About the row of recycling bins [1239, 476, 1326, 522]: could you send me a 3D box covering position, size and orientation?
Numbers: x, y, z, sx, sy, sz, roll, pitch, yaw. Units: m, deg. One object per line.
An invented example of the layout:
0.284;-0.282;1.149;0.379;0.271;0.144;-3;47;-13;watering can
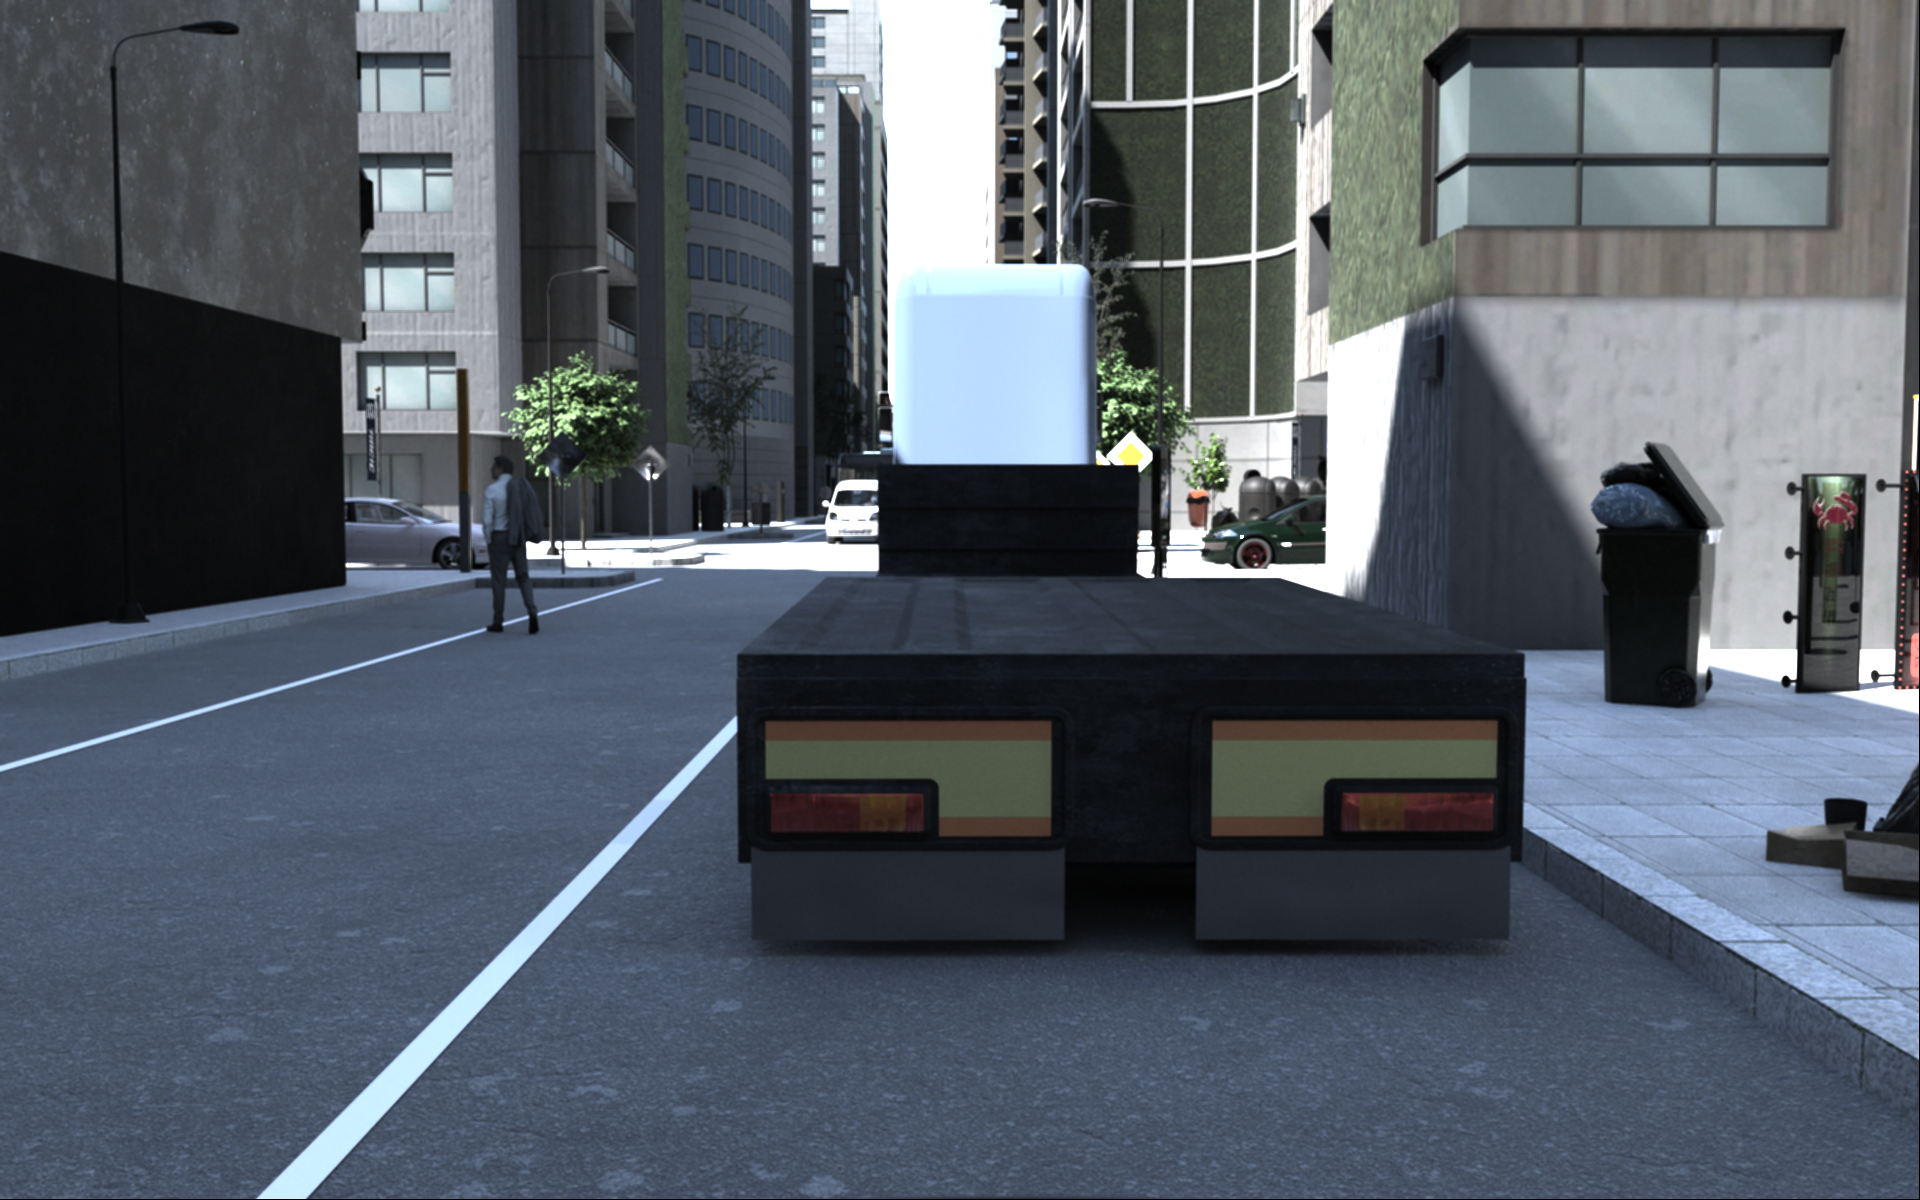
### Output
7.848;-2.081;41.140;1.069;1.692;3.534;3;5;42;row of recycling bins

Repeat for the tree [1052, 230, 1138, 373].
3.111;-6.010;48.627;4.360;8.622;3.978;0;3;0;tree

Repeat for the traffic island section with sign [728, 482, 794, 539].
-6.444;-2.916;56.309;1.989;1.847;2.006;0;3;0;traffic island section with sign

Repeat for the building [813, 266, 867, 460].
-22.447;-18.404;145.947;27.650;21.520;28.899;0;3;0;building

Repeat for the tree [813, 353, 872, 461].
-9.595;-10.538;106.710;8.767;10.594;7.601;0;4;-7;tree

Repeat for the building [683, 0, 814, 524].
-18.946;-33.206;84.923;21.231;58.520;28.212;0;3;0;building

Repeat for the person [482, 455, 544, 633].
-4.612;-0.568;17.882;0.679;1.850;0.850;-3;5;-43;person

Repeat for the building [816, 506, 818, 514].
-18.899;-41.681;119.728;20.563;71.187;20.611;0;3;0;building

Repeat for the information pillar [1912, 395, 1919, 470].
7.284;-0.511;12.852;0.304;2.012;0.304;-2;4;-23;information pillar

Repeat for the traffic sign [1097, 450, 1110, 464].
2.716;-1.962;35.718;0.795;2.450;0.064;0;3;0;traffic sign

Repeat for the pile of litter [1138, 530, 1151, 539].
4.663;-2.160;49.289;1.719;0.858;1.176;1;4;14;pile of litter

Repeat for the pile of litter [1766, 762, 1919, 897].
3.396;0.513;5.576;1.176;0.858;1.719;0;4;-7;pile of litter

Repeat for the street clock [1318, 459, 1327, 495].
7.586;-1.903;35.681;0.358;2.002;0.471;-1;4;-22;street clock

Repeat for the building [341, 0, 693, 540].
-16.034;-22.436;50.416;14.154;41.232;14.086;0;3;0;building

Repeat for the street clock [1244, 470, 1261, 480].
8.709;-2.879;51.648;0.471;2.002;0.358;-1;4;-22;street clock

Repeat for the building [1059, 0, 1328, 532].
12.231;-38.171;62.346;20.563;71.187;20.611;0;3;0;building

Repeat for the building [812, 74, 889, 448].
-19.480;-35.520;204.456;21.300;48.544;21.600;0;3;0;building

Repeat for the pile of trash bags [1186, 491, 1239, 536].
7.155;-2.135;44.663;3.447;1.369;1.912;-3;4;-38;pile of trash bags

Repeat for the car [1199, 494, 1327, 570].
6.567;-1.367;32.143;4.222;1.686;2.009;0;4;1;car

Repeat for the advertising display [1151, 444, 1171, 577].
2.656;-1.080;22.879;0.123;1.923;0.974;1;4;15;advertising display

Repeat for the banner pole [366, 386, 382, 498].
-13.530;-3.060;40.051;0.401;3.779;0.863;0;4;7;banner pole

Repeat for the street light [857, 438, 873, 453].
-7.999;-10.526;144.647;1.470;5.913;1.316;0;3;0;street light

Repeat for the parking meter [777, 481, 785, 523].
-7.975;-4.360;77.004;0.255;1.863;0.399;1;4;13;parking meter

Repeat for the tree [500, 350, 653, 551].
-8.699;-3.412;39.506;4.285;4.588;4.351;0;3;0;tree

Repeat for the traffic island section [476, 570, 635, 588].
-6.388;-0.338;27.799;2.009;0.180;2.903;0;3;0;traffic island section

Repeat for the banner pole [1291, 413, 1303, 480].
10.377;-3.874;53.354;0.401;3.779;0.863;2;4;35;banner pole

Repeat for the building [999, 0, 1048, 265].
14.069;-28.974;128.352;22.147;44.769;28.867;0;3;0;building

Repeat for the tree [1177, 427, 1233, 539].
7.365;-3.381;49.874;1.663;3.219;1.824;0;3;0;tree

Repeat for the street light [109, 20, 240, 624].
-7.764;-2.727;17.136;1.470;5.913;1.316;0;3;0;street light

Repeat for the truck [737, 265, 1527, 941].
0.457;-1.517;14.568;2.967;4.110;18.799;0;4;0;truck

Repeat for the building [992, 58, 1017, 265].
10.315;-32.367;179.318;14.600;45.320;14.200;0;3;0;building

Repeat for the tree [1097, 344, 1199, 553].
3.552;-3.322;38.024;4.285;4.588;4.351;0;3;0;tree

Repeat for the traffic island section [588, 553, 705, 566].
-6.401;-0.826;35.784;2.009;0.180;2.903;0;3;0;traffic island section

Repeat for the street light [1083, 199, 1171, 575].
2.638;-3.358;27.439;1.470;5.913;1.316;0;3;0;street light

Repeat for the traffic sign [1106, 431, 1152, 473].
2.730;-1.473;27.733;0.795;2.450;0.064;0;3;0;traffic sign

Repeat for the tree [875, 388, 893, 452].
-9.314;-16.531;187.290;9.611;12.733;9.660;0;3;0;tree

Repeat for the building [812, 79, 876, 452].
-15.492;-29.554;166.809;14.154;41.232;14.086;0;3;0;building

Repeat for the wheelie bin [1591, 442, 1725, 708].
4.285;-0.169;10.677;0.693;1.594;0.980;2;4;31;wheelie bin

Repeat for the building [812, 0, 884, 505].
-19.325;-49.984;255.484;20.563;71.187;20.611;0;3;0;building

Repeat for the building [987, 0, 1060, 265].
13.783;-40.770;208.594;21.231;58.520;28.212;0;3;0;building

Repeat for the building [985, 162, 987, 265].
14.133;-37.338;234.181;21.300;48.544;21.600;0;3;0;building

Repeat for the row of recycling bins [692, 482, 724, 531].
-9.920;-3.235;60.010;3.534;1.692;1.069;0;4;4;row of recycling bins

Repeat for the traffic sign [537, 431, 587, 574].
-6.364;-1.474;27.738;0.795;2.450;0.064;0;3;0;traffic sign

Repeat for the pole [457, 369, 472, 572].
-8.106;-2.109;28.324;0.158;3.312;0.155;0;3;0;pole

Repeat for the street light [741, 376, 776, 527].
-7.949;-5.861;68.369;1.470;5.913;1.316;0;3;0;street light

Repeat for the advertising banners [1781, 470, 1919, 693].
6.322;-0.923;11.281;2.074;3.025;0.090;-1;4;-13;advertising banners

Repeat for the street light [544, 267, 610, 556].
-7.867;-3.856;35.590;1.470;5.913;1.316;0;3;0;street light

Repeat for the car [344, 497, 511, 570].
-10.765;-1.236;32.575;4.827;1.381;2.083;0;4;-2;car

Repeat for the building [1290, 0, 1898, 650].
11.015;-15.196;20.151;14.160;30.474;14.107;0;3;0;building

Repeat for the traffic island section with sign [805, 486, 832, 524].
-6.501;-4.629;84.309;1.989;1.847;2.006;0;3;0;traffic island section with sign

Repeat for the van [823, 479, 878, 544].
-2.965;-2.675;50.745;2.013;2.044;4.112;0;4;1;van

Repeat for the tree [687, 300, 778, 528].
-8.908;-6.999;64.796;4.360;8.622;3.978;0;3;0;tree

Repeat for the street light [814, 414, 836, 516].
-7.927;-7.845;100.802;1.470;5.913;1.316;0;3;0;street light

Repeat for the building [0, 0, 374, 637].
-16.958;-9.242;18.566;16.811;18.784;16.820;0;3;0;building

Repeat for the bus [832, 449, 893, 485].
-3.285;-4.638;70.685;2.948;3.499;13.247;0;4;0;bus

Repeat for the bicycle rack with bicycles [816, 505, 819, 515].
-9.522;-5.534;103.857;2.852;0.926;2.925;3;5;42;bicycle rack with bicycles

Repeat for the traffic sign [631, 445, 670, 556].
-6.378;-1.962;35.723;0.795;2.450;0.064;0;3;0;traffic sign
